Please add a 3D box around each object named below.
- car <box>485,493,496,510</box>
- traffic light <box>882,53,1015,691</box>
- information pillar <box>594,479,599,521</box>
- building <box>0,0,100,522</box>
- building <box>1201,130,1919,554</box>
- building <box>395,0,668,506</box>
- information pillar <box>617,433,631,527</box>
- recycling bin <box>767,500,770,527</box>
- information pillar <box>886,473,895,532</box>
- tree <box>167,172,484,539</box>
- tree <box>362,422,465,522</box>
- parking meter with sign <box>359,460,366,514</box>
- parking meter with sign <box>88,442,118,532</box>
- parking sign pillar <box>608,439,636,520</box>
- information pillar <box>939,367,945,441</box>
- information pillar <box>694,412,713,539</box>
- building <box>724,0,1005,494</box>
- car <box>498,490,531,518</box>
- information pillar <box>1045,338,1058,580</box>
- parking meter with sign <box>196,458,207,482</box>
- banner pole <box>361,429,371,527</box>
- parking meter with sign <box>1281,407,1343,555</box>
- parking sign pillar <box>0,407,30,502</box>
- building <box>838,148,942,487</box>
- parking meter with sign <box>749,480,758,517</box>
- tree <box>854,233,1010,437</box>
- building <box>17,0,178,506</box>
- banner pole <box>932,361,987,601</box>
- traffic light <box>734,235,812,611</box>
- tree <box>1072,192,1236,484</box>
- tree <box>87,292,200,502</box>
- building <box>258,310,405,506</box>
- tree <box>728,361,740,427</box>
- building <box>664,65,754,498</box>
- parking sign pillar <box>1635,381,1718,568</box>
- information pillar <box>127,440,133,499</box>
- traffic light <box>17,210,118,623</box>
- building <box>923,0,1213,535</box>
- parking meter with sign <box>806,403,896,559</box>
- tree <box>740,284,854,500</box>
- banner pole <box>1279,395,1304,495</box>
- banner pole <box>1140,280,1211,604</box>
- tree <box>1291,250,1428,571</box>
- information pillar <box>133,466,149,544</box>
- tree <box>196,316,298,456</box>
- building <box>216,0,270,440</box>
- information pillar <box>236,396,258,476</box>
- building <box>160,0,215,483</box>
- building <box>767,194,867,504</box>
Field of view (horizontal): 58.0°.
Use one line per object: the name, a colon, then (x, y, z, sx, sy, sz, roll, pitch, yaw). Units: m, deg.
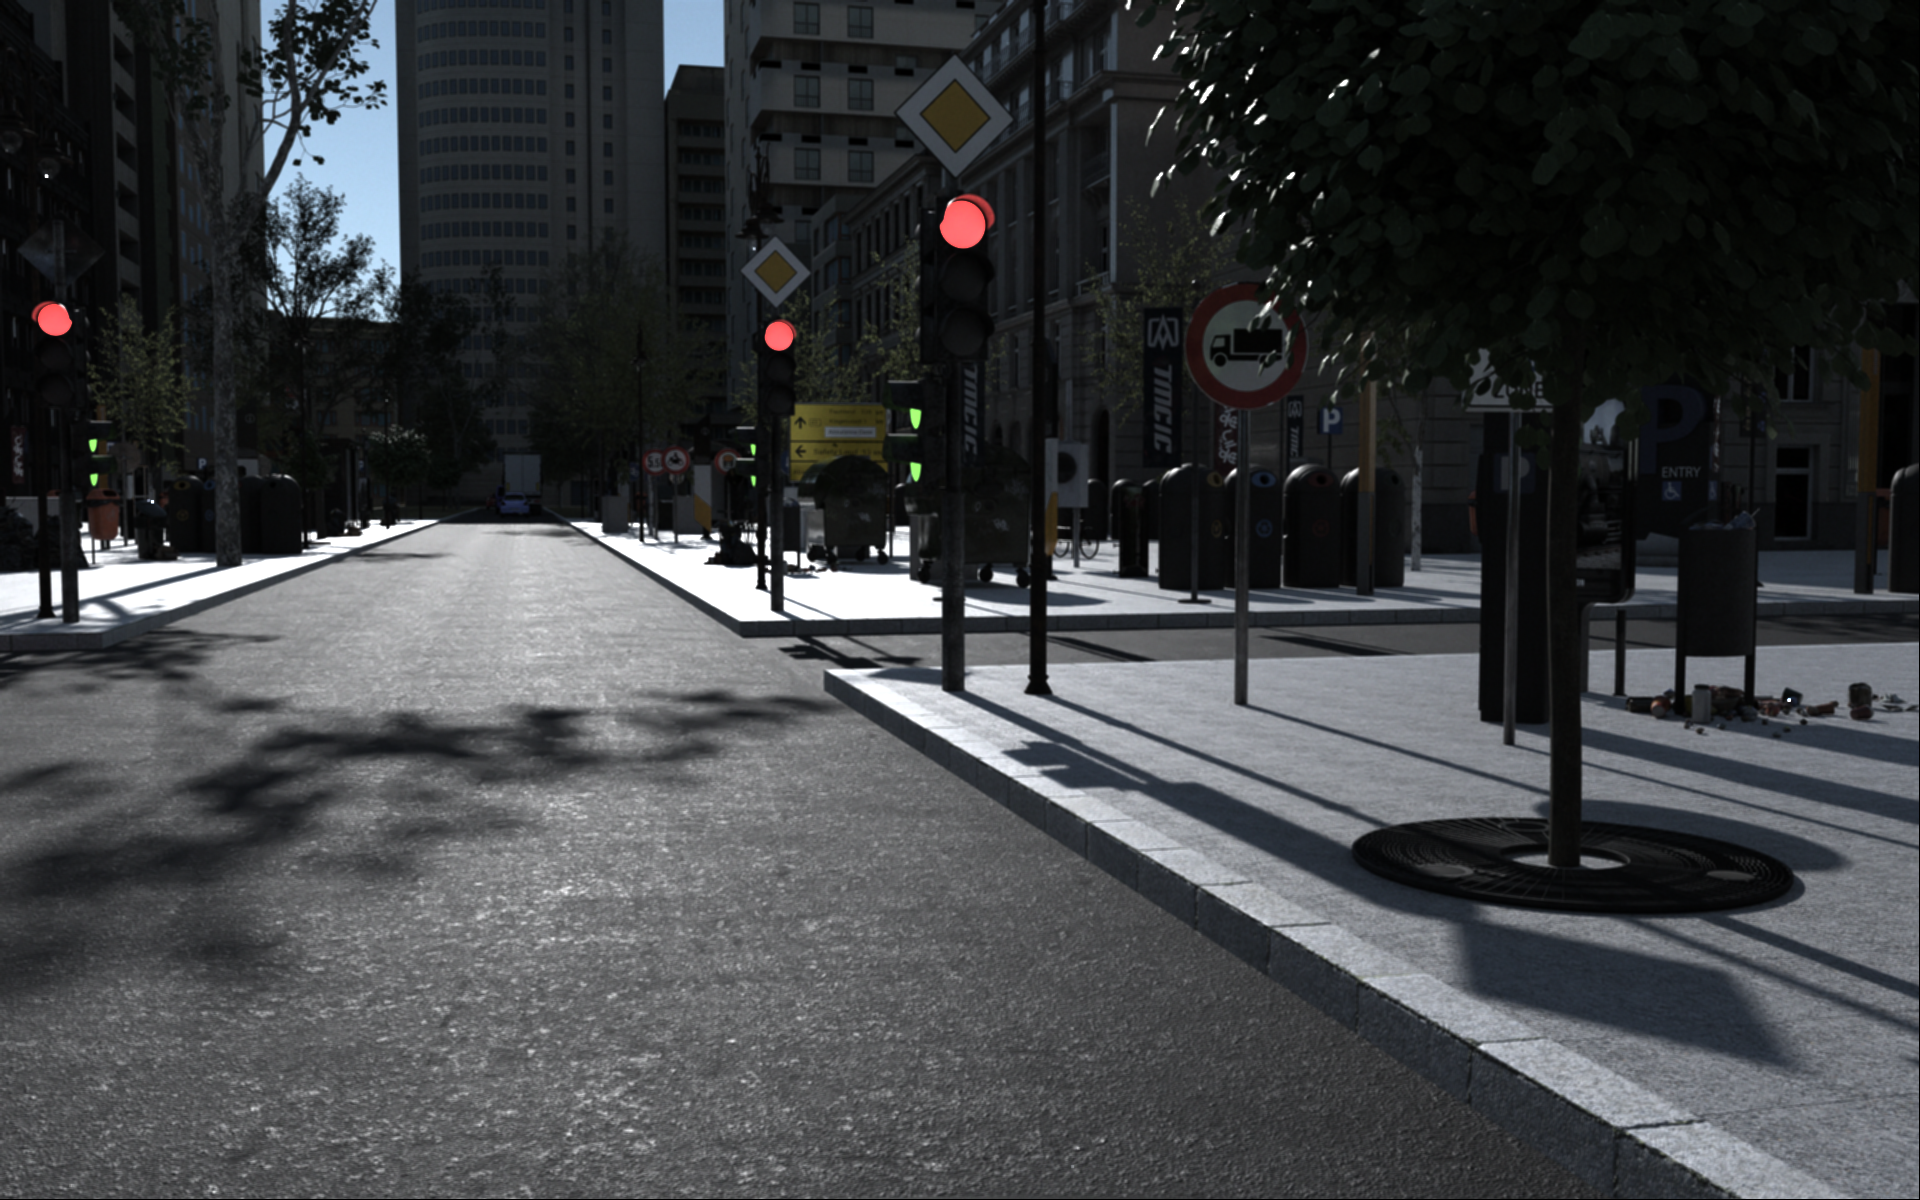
car: (-42.748, -9.218, 159.748, 2.155, 1.783, 4.494, -1, 4, -14)
traffic light: (-0.063, -1.363, 11.211, 0.839, 4.253, 0.868, -1, 4, -14)
information pillar: (-17.555, -4.856, 83.895, 0.304, 2.012, 0.304, 0, 4, 1)
building: (-44.461, -14.815, 71.910, 12.332, 23.373, 15.834, -1, 4, -14)
building: (19.967, -15.115, 44.390, 25.104, 27.353, 12.463, -1, 4, -14)
building: (-48.182, -39.955, 195.265, 28.212, 58.520, 21.231, -1, 4, -14)
information pillar: (-12.942, -4.608, 66.692, 0.504, 3.616, 0.183, -3, 5, -44)
recycling bin: (-7.490, -3.438, 68.773, 0.722, 1.027, 0.722, 0, 4, 6)
information pillar: (-2.398, -3.345, 59.182, 0.304, 2.012, 0.304, 1, 4, 12)
tree: (-18.387, -7.053, 49.723, 8.767, 10.594, 7.601, -1, 4, -15)
tree: (-25.548, -5.815, 78.790, 4.285, 4.588, 4.351, 0, 3, 0)
parking meter with sign: (-30.882, -5.653, 88.694, 0.543, 3.016, 1.738, 0, 4, -2)
parking meter with sign: (-28.799, -3.781, 58.082, 1.738, 3.016, 0.543, 3, 5, 44)
parking sign pillar: (-16.492, -5.869, 84.428, 1.447, 3.967, 1.447, -3, 4, -36)
information pillar: (-0.170, -2.472, 31.767, 0.183, 3.616, 0.504, -3, 4, -38)
information pillar: (-7.329, -3.550, 49.405, 0.504, 3.616, 0.183, 0, 4, 1)
building: (-4.544, -33.913, 143.720, 28.713, 52.752, 27.495, -1, 4, -14)
car: (-26.936, -5.824, 104.809, 1.945, 1.707, 3.694, -1, 4, -14)
information pillar: (1.347, -2.111, 25.872, 0.183, 3.616, 0.504, -1, 4, -14)
parking meter with sign: (-36.017, -5.346, 83.672, 1.738, 3.016, 0.543, 2, 4, 27)
banner pole: (-22.998, -4.712, 67.063, 0.401, 3.779, 0.863, 0, 4, -5)
parking meter with sign: (7.103, -2.397, 35.453, 0.543, 3.016, 1.738, -1, 4, -21)
parking sign pillar: (-29.524, -4.002, 53.911, 1.447, 3.967, 1.447, 2, 4, 35)
building: (0.783, -13.628, 87.438, 10.561, 19.102, 19.286, -1, 4, -14)
parking meter with sign: (-11.011, -5.932, 93.250, 0.543, 3.016, 1.738, -3, 5, -43)
tree: (-0.757, -6.001, 48.478, 4.360, 8.622, 3.978, 0, 3, 0)
building: (-50.752, -19.588, 91.963, 14.160, 30.474, 14.107, -1, 4, -14)
banner pole: (0.023, -1.870, 20.587, 0.401, 3.779, 0.863, -3, 5, -43)
traffic light: (-2.031, -1.837, 18.951, 0.839, 4.253, 0.868, -1, 4, -14)
tree: (4.950, -5.579, 41.581, 4.360, 8.622, 3.978, 0, 3, 0)
tree: (-29.551, -6.886, 62.955, 4.360, 8.622, 3.978, 0, 3, 0)
building: (-77.118, -21.254, 192.540, 28.899, 21.520, 27.650, -1, 4, -14)
tree: (-8.980, -8.120, 83.127, 4.360, 8.622, 3.978, 0, 3, 0)
building: (-23.961, -35.342, 201.549, 21.600, 48.544, 21.300, -1, 4, -14)
parking sign pillar: (12.748, -2.588, 30.779, 1.447, 3.967, 1.447, -3, 5, -43)
information pillar: (-36.160, -5.148, 75.525, 0.183, 3.616, 0.504, 0, 4, 6)
traffic light: (-8.871, -1.730, 17.202, 0.839, 4.253, 0.868, -1, 4, -14)
building: (7.716, -13.734, 66.348, 13.314, 21.916, 24.055, -1, 4, -14)
parking meter with sign: (-2.178, -2.335, 34.434, 1.738, 3.016, 0.543, -1, 4, -16)
tree: (-5.244, -6.787, 61.334, 4.360, 8.622, 3.978, 0, 3, 0)
banner pole: (7.365, -2.982, 38.780, 0.401, 3.779, 0.863, -3, 4, -39)
banner pole: (2.549, -1.860, 20.428, 0.863, 3.779, 0.401, 1, 4, 16)
tree: (7.407, -4.797, 28.796, 4.737, 8.622, 4.395, 0, 3, 0)
information pillar: (-21.188, -2.467, 44.821, 0.304, 2.012, 0.304, -1, 4, -11)
tree: (-29.713, -7.487, 72.770, 4.737, 8.622, 4.395, 0, 3, 0)
building: (-67.338, -32.989, 128.606, 27.495, 52.752, 28.713, -1, 4, -14)
information pillar: (-16.862, -3.038, 41.025, 0.504, 3.616, 0.183, -1, 4, -19)
building: (-53.855, -27.846, 105.399, 14.600, 45.320, 14.200, -1, 4, -14)
building: (2.687, -16.662, 117.469, 27.650, 21.520, 28.899, -1, 4, -14)
